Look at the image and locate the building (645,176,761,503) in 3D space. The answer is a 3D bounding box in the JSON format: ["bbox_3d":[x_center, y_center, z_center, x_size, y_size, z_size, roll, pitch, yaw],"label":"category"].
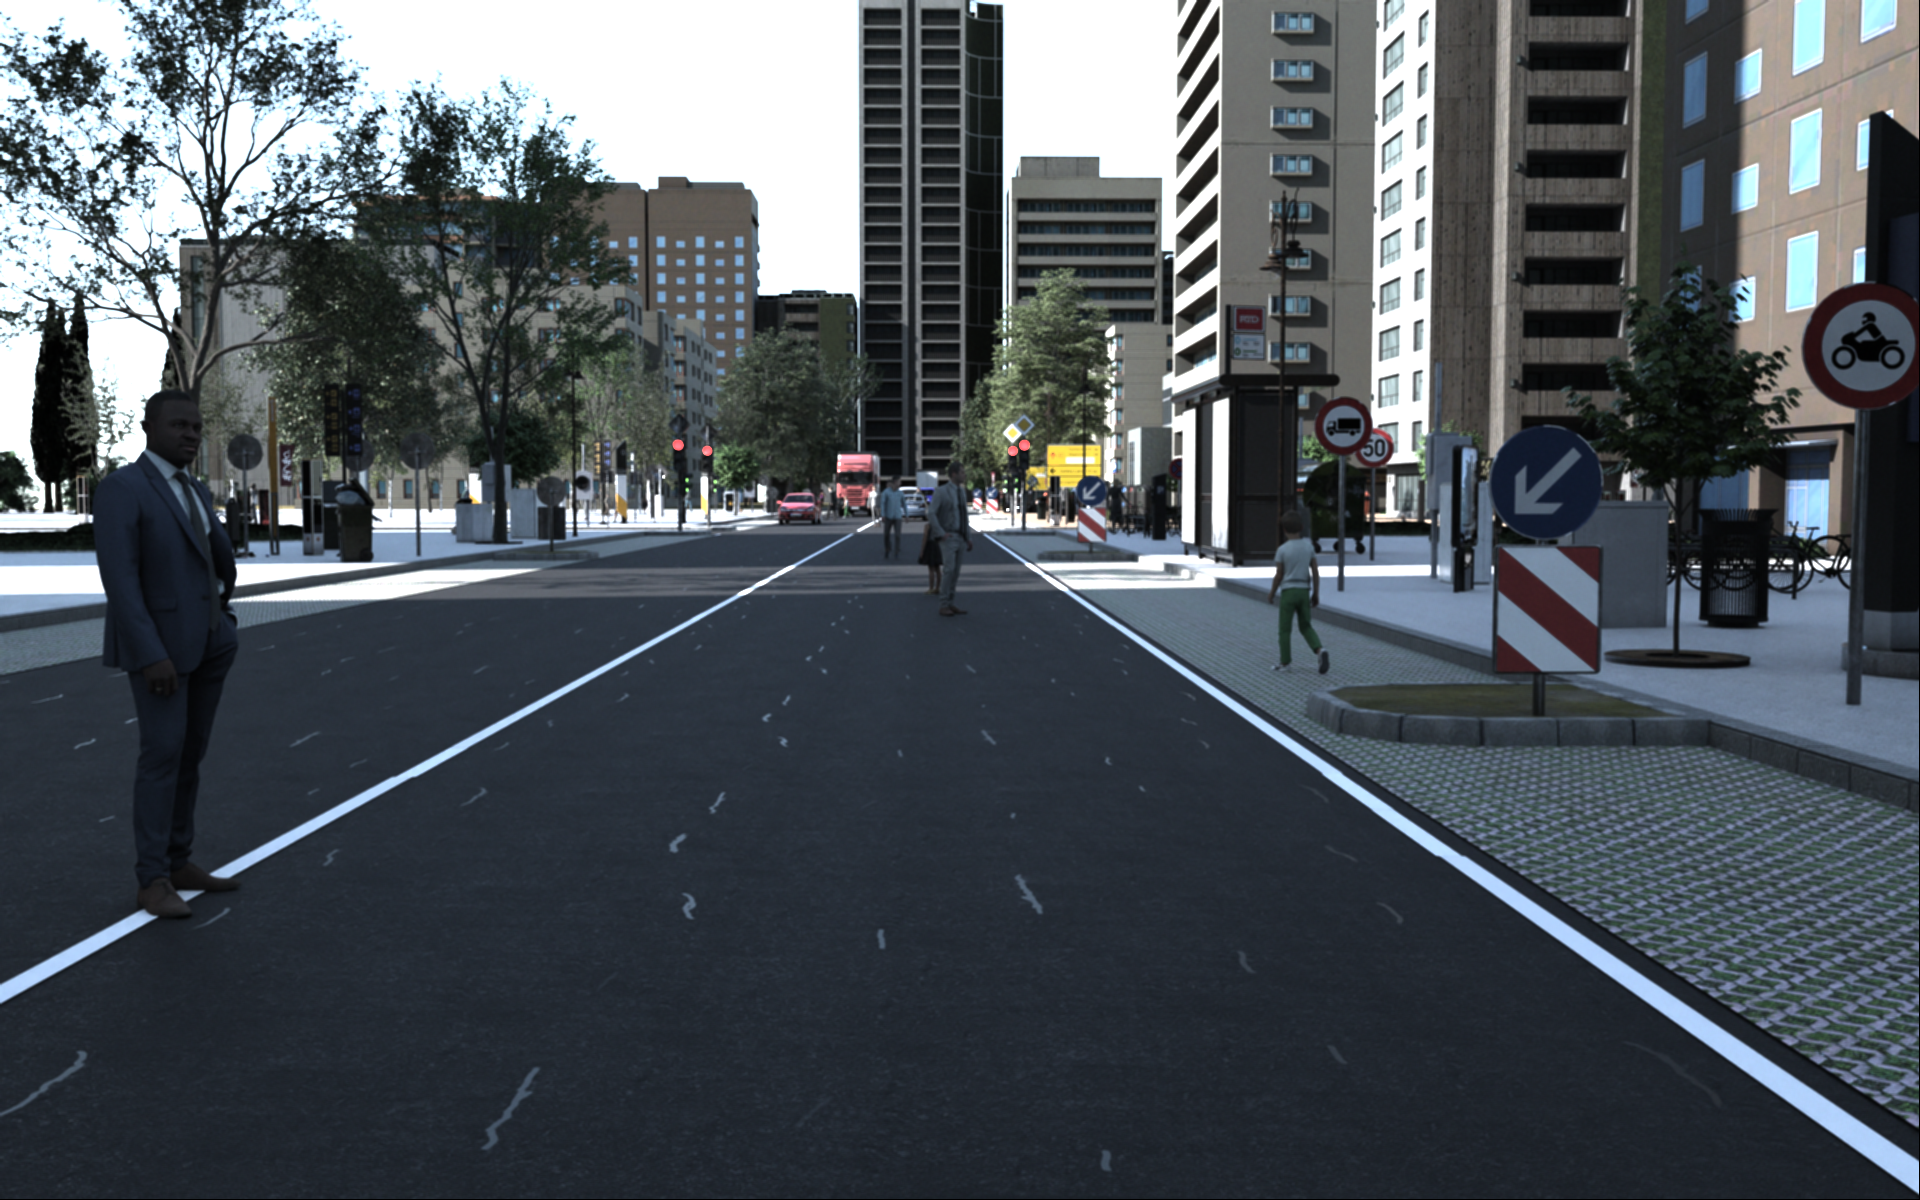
[{"bbox_3d":[-36.020,-36.483,246.612,14.200,45.320,14.600,0,4,-1],"label":"building"}]

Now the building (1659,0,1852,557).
[{"bbox_3d":[24.655,-23.581,35.664,14.600,45.320,14.200,0,4,-1],"label":"building"}]

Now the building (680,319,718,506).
[{"bbox_3d":[-42.992,-21.214,191.885,28.899,21.520,27.650,0,4,-1],"label":"building"}]

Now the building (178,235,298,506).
[{"bbox_3d":[-78.715,-26.014,197.026,14.107,30.474,14.160,0,4,-1],"label":"building"}]

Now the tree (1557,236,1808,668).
[{"bbox_3d":[5.340,-1.133,13.127,1.663,3.219,1.824,0,3,0],"label":"tree"}]

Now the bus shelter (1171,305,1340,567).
[{"bbox_3d":[5.498,-3.479,34.510,2.179,5.291,8.768,0,4,-1],"label":"bus shelter"}]

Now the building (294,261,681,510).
[{"bbox_3d":[-41.757,-19.138,157.951,27.650,21.520,28.899,0,4,-1],"label":"building"}]

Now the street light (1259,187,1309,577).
[{"bbox_3d":[4.934,-3.287,26.528,0.468,5.910,1.993,0,4,-1],"label":"street light"}]

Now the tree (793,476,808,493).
[{"bbox_3d":[-13.776,-9.568,151.038,1.663,3.219,1.824,0,3,0],"label":"tree"}]

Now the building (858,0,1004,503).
[{"bbox_3d":[-4.017,-49.651,250.041,20.611,71.187,20.563,0,4,-1],"label":"building"}]

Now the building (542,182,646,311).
[{"bbox_3d":[-50.708,-36.495,246.805,14.200,45.320,14.600,0,4,-1],"label":"building"}]

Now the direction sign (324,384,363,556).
[{"bbox_3d":[-12.680,-2.671,35.668,0.876,3.537,0.379,1,4,17],"label":"direction sign"}]

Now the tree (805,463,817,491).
[{"bbox_3d":[-14.674,-13.077,164.169,4.737,8.622,4.395,0,3,0],"label":"tree"}]

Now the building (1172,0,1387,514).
[{"bbox_3d":[27.270,-30.500,122.382,21.300,48.544,21.600,0,4,-1],"label":"building"}]

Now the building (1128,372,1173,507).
[{"bbox_3d":[28.617,-51.781,159.298,22.319,86.520,31.000,0,4,-1],"label":"building"}]

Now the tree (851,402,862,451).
[{"bbox_3d":[-15.157,-16.556,177.340,9.857,13.997,8.962,0,3,0],"label":"tree"}]

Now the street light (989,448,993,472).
[{"bbox_3d":[2.666,-10.413,143.037,0.468,5.910,1.993,0,4,-1],"label":"street light"}]

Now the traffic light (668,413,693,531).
[{"bbox_3d":[-9.742,-4.366,60.298,0.839,4.253,0.868,0,4,-1],"label":"traffic light"}]

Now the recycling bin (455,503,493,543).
[{"bbox_3d":[-12.961,-2.060,46.239,0.722,1.027,0.722,3,4,37],"label":"recycling bin"}]

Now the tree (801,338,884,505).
[{"bbox_3d":[-16.350,-21.750,211.502,12.611,20.169,13.585,0,3,0],"label":"tree"}]

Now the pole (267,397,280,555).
[{"bbox_3d":[-14.461,-2.606,36.455,0.158,3.312,0.155,0,3,0],"label":"pole"}]

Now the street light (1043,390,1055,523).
[{"bbox_3d":[3.966,-6.383,77.149,0.468,5.910,1.993,0,4,-1],"label":"street light"}]

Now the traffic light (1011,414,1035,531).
[{"bbox_3d":[2.217,-4.381,60.546,0.839,4.253,0.868,0,4,-1],"label":"traffic light"}]

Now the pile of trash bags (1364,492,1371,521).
[{"bbox_3d":[15.853,-3.728,70.705,1.912,1.369,3.447,-1,4,-14],"label":"pile of trash bags"}]

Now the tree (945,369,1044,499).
[{"bbox_3d":[3.302,-14.780,158.658,9.611,12.733,9.660,0,3,0],"label":"tree"}]

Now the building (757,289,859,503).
[{"bbox_3d":[-21.642,-29.119,247.804,14.107,30.474,14.160,0,4,-1],"label":"building"}]

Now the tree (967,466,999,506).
[{"bbox_3d":[2.186,-13.848,210.131,4.285,4.588,4.351,0,3,0],"label":"tree"}]

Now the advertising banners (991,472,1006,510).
[{"bbox_3d":[3.036,-8.547,135.926,0.090,3.025,2.074,-2,4,-34],"label":"advertising banners"}]

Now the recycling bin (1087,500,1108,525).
[{"bbox_3d":[5.749,-3.671,72.581,0.722,1.027,0.722,-1,4,-11],"label":"recycling bin"}]

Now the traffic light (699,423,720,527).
[{"bbox_3d":[-9.897,-4.854,68.282,0.839,4.253,0.868,0,4,-1],"label":"traffic light"}]

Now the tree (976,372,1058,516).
[{"bbox_3d":[3.569,-9.455,104.956,4.737,8.622,4.395,0,3,0],"label":"tree"}]

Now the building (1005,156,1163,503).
[{"bbox_3d":[17.323,-38.355,250.806,21.600,48.544,21.300,0,4,-1],"label":"building"}]

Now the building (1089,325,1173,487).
[{"bbox_3d":[29.253,-21.192,191.529,27.650,21.520,28.899,0,4,-1],"label":"building"}]

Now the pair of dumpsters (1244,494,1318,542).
[{"bbox_3d":[8.783,-2.758,47.583,1.574,2.255,4.437,0,4,-1],"label":"pair of dumpsters"}]

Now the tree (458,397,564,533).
[{"bbox_3d":[-15.057,-4.555,58.187,4.285,4.588,4.351,0,3,0],"label":"tree"}]

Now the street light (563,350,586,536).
[{"bbox_3d":[-11.666,-4.864,52.320,0.468,5.910,1.993,0,4,-1],"label":"street light"}]

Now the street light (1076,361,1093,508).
[{"bbox_3d":[4.323,-5.348,60.223,0.468,5.910,1.993,0,4,-1],"label":"street light"}]

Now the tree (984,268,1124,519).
[{"bbox_3d":[4.665,-10.343,87.227,7.486,12.596,7.792,0,3,0],"label":"tree"}]

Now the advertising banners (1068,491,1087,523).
[{"bbox_3d":[5.523,-4.998,77.905,2.074,3.025,0.090,-3,5,-40],"label":"advertising banners"}]

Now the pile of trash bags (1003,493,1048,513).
[{"bbox_3d":[4.717,-6.525,116.433,3.447,1.369,1.912,-2,4,-32],"label":"pile of trash bags"}]

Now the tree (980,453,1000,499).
[{"bbox_3d":[2.818,-13.918,177.925,4.360,8.622,3.978,0,3,0],"label":"tree"}]

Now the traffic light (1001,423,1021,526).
[{"bbox_3d":[2.061,-4.869,68.530,0.839,4.253,0.868,0,4,-1],"label":"traffic light"}]

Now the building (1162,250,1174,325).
[{"bbox_3d":[39.989,-34.621,257.934,23.993,40.220,32.217,0,4,-1],"label":"building"}]

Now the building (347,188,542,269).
[{"bbox_3d":[-73.063,-36.419,250.076,28.867,44.769,22.147,0,4,-1],"label":"building"}]

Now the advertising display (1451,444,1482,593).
[{"bbox_3d":[6.671,-1.081,22.881,0.123,1.923,0.974,2,4,29],"label":"advertising display"}]

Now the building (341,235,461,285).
[{"bbox_3d":[-64.608,-26.023,197.176,14.107,30.474,14.160,0,4,-1],"label":"building"}]

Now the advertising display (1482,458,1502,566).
[{"bbox_3d":[9.484,-1.575,30.962,0.123,1.923,0.974,0,4,0],"label":"advertising display"}]

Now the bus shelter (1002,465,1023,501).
[{"bbox_3d":[4.340,-9.116,140.337,1.731,3.624,6.357,0,4,-1],"label":"bus shelter"}]

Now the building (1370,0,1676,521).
[{"bbox_3d":[29.836,-19.398,88.864,14.107,30.474,14.160,0,4,-1],"label":"building"}]

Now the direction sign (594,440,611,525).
[{"bbox_3d":[-14.937,-4.917,72.389,0.876,3.537,0.379,2,4,28],"label":"direction sign"}]
